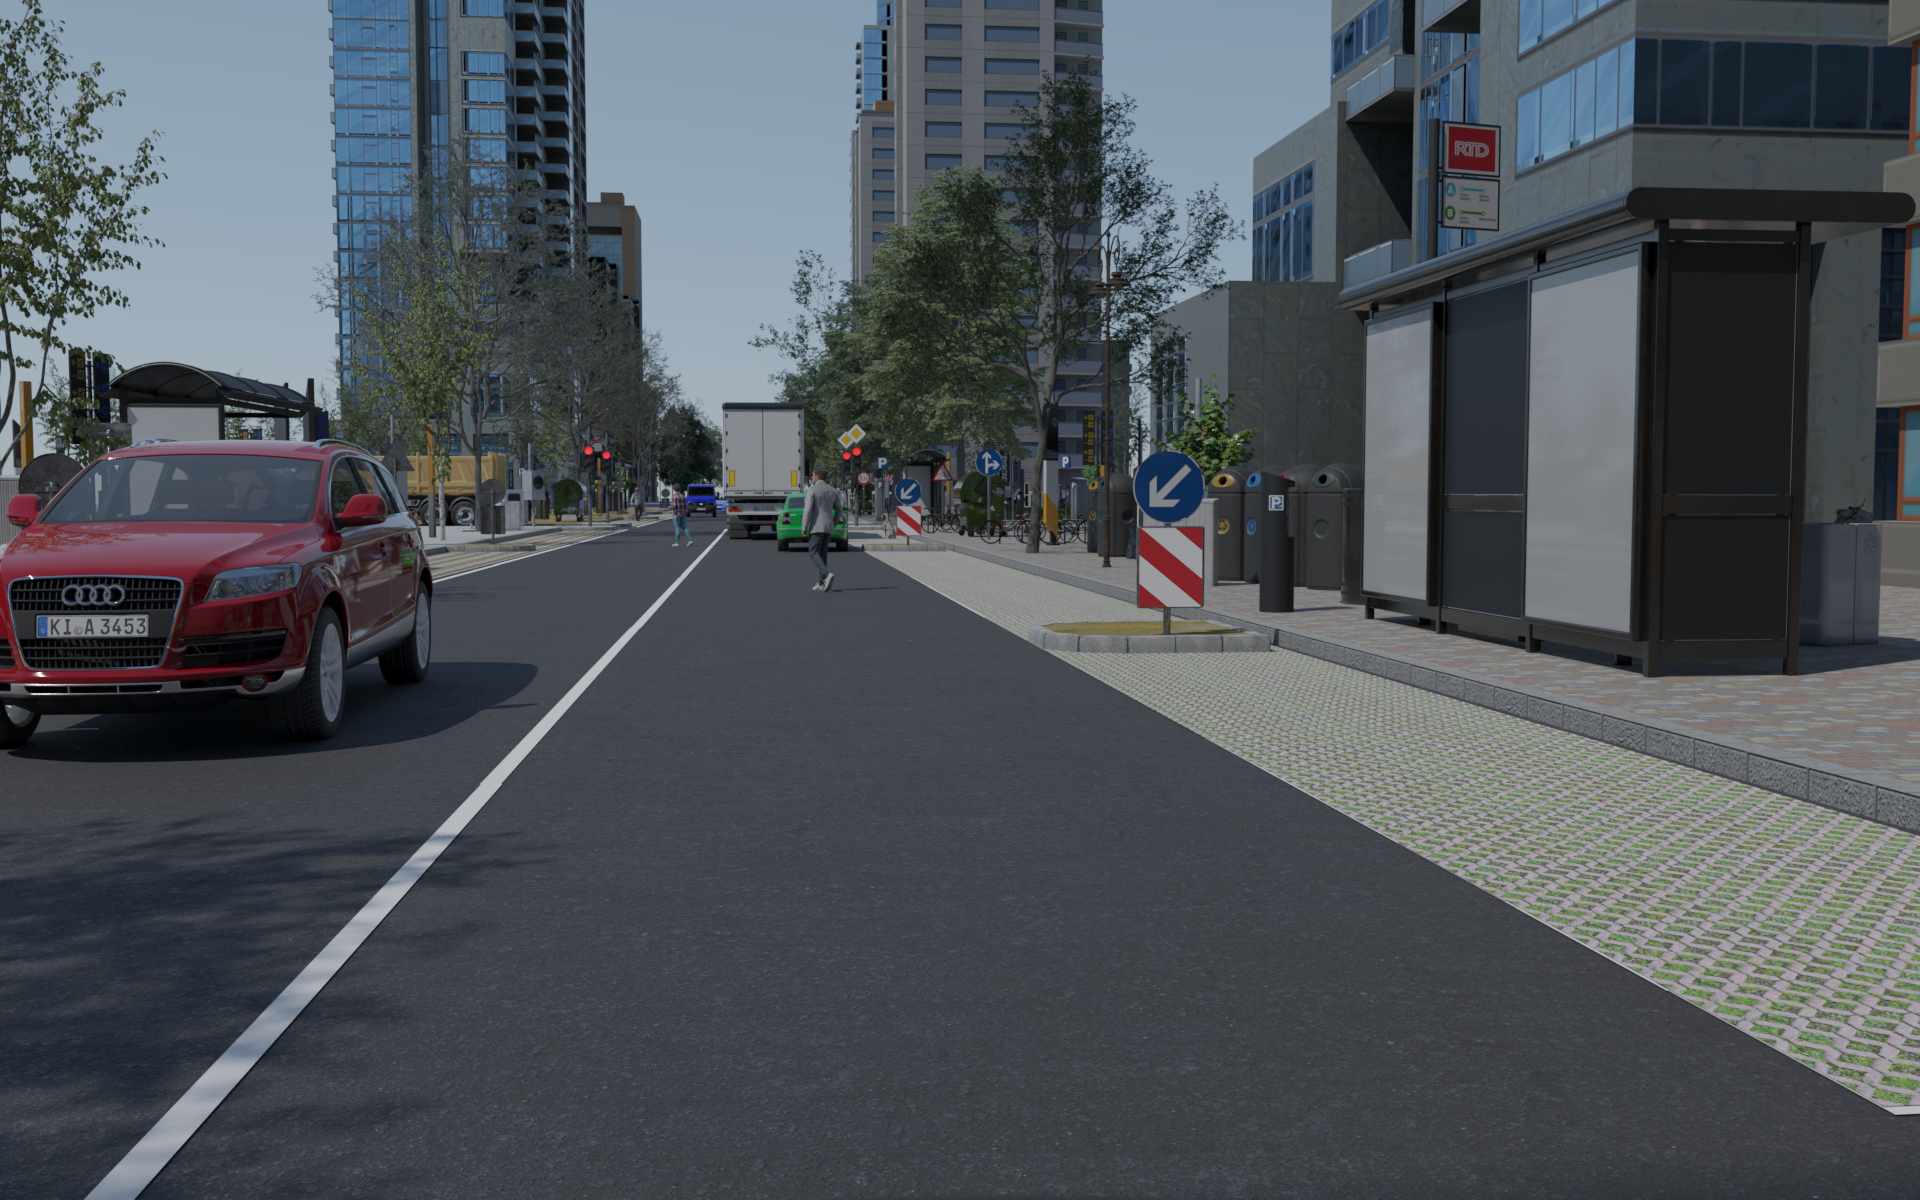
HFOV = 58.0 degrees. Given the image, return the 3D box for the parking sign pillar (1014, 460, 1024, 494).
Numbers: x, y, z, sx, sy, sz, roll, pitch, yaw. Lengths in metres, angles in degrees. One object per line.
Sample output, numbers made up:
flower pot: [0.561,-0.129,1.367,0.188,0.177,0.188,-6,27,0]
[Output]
parking sign pillar: [4.557,-8.928,134.450,1.447,3.967,1.447,-1,4,-19]

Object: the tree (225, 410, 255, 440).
tree: [-47.377,-9.648,108.114,4.360,8.622,3.978,0,3,0]

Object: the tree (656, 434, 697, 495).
tree: [-30.344,-14.297,184.117,4.737,8.622,4.395,0,3,0]

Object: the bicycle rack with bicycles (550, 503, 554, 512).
bicycle rack with bicycles: [-30.936,-6.818,124.848,2.925,0.926,2.852,0,4,5]

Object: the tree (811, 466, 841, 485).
tree: [-13.346,-11.653,174.241,4.285,4.588,4.351,0,3,0]

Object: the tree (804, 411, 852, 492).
tree: [-10.537,-11.901,144.937,4.737,8.622,4.395,0,3,0]

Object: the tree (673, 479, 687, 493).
tree: [-30.887,-11.946,189.915,1.663,3.219,1.824,0,3,0]

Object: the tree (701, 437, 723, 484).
tree: [-43.864,-22.567,294.720,9.928,11.665,9.643,0,3,0]

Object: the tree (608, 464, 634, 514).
tree: [-22.003,-7.185,112.080,1.663,3.219,1.824,0,3,0]

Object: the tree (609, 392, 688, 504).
tree: [-26.556,-13.002,146.992,7.601,10.594,8.767,-1,4,-10]

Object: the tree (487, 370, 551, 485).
tree: [-25.765,-9.276,102.030,4.360,8.622,3.978,0,3,0]

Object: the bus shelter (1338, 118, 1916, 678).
bus shelter: [5.107,-2.362,16.254,2.179,5.291,8.768,0,4,-6]

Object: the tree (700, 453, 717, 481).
tree: [-40.377,-20.154,263.927,7.601,10.594,8.767,2,4,27]

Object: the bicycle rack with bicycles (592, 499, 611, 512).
bicycle rack with bicycles: [-25.956,-6.875,125.785,2.852,0.926,2.925,0,4,-5]

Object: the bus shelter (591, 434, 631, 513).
bus shelter: [-23.930,-8.624,118.632,2.179,5.291,8.768,0,4,-7]

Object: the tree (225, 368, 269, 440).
tree: [-42.900,-9.270,101.921,4.737,8.622,4.395,0,3,0]

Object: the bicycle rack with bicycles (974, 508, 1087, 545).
bicycle rack with bicycles: [2.265,-1.933,44.990,2.925,0.926,2.852,1,4,22]

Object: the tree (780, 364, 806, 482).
tree: [-11.776,-15.409,158.594,9.857,13.997,8.962,0,3,0]

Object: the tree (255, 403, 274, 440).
tree: [-50.557,-10.889,128.398,4.360,8.622,3.978,0,3,0]

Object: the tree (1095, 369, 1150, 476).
tree: [9.560,-9.112,99.347,4.360,8.622,3.978,0,3,0]

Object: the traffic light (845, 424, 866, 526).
traffic light: [-4.164,-4.920,69.360,0.839,4.253,0.868,0,4,-7]

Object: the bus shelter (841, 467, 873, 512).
bus shelter: [-7.384,-7.955,123.994,2.014,3.302,5.546,0,4,-7]

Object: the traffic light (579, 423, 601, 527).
traffic light: [-14.554,-4.845,68.143,0.839,4.253,0.868,0,4,-7]

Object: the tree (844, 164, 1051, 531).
tree: [-0.332,-8.704,60.438,7.486,12.596,7.792,0,3,0]

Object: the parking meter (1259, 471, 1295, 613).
parking meter: [3.451,-0.638,18.839,0.372,1.533,0.369,0,3,0]

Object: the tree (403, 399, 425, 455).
tree: [-32.290,-9.023,97.895,4.360,8.622,3.978,0,3,0]

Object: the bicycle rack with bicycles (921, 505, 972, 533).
bicycle rack with bicycles: [0.077,-2.702,57.562,2.925,0.926,2.852,0,4,-6]

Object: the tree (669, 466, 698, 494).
tree: [-31.609,-13.103,197.939,4.285,4.588,4.351,0,3,0]

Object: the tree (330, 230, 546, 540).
tree: [-14.492,-5.940,47.486,4.737,8.622,4.395,0,3,0]

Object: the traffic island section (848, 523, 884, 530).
traffic island section: [-4.123,-2.887,69.479,2.009,0.180,2.903,0,4,-7]

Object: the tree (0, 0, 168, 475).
tree: [-12.000,-4.348,21.452,4.737,8.622,4.395,0,3,0]

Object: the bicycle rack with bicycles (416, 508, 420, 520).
bicycle rack with bicycles: [-26.876,-4.420,85.642,2.852,0.926,2.925,2,4,35]

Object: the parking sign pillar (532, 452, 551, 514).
parking sign pillar: [-26.761,-7.441,110.140,1.447,3.967,1.447,0,4,8]

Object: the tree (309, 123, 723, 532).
tree: [-16.454,-9.063,58.544,12.009,13.543,11.850,0,3,0]

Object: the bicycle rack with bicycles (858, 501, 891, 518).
bicycle rack with bicycles: [-3.934,-4.930,93.982,2.852,0.926,2.925,-2,4,-32]

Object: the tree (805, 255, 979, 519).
tree: [-3.387,-11.247,90.538,9.857,13.997,8.962,0,3,0]

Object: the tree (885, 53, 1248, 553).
tree: [1.817,-6.279,37.071,7.601,10.594,8.767,3,5,41]

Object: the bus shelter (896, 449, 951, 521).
bus shelter: [-1.728,-5.269,80.079,2.014,3.302,5.546,0,4,-7]

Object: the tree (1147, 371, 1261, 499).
tree: [4.001,-2.003,27.349,1.663,3.219,1.824,0,3,0]

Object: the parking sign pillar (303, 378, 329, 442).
parking sign pillar: [-15.226,-3.209,40.938,1.447,3.967,1.447,-2,4,-26]

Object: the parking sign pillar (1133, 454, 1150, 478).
parking sign pillar: [13.167,-8.359,125.134,1.447,3.967,1.447,1,4,19]

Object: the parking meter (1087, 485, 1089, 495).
parking meter: [7.519,-5.950,102.989,0.255,1.863,0.399,-2,4,-34]

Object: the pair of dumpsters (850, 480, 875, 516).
pair of dumpsters: [-5.783,-6.295,105.417,1.574,2.255,4.437,0,4,-7]

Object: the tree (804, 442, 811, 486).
tree: [-27.295,-23.030,294.668,7.486,12.596,7.792,0,3,0]

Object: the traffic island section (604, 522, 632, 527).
traffic island section: [-15.515,-3.298,76.205,2.009,0.180,2.903,0,4,-7]

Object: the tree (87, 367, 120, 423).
tree: [-47.080,-8.995,97.432,4.360,8.622,3.978,0,3,0]

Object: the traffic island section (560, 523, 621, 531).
traffic island section: [-14.595,-2.813,68.273,2.009,0.180,2.903,0,4,-7]

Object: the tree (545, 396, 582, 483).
tree: [-28.071,-10.376,120.006,4.737,8.622,4.395,0,3,0]

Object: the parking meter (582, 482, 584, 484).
parking meter: [-18.258,-4.728,83.019,0.399,1.863,0.255,1,4,13]

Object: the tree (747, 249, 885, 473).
tree: [-9.769,-17.090,135.315,12.611,20.169,13.585,0,3,0]

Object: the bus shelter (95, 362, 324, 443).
bus shelter: [-12.459,-2.161,29.250,2.014,3.302,5.546,0,4,-6]

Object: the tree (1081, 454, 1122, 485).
tree: [11.359,-9.465,138.458,4.285,4.588,4.351,0,3,0]

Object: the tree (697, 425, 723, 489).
tree: [-44.537,-24.623,309.245,9.857,13.997,8.962,0,3,0]

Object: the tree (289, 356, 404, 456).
tree: [-32.097,-8.521,89.679,4.360,8.622,3.978,0,3,0]

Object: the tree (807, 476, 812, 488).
tree: [-18.230,-17.405,210.328,9.928,11.665,9.643,0,3,0]

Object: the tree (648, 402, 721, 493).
tree: [-34.044,-18.065,212.367,9.611,12.733,9.660,0,3,0]
